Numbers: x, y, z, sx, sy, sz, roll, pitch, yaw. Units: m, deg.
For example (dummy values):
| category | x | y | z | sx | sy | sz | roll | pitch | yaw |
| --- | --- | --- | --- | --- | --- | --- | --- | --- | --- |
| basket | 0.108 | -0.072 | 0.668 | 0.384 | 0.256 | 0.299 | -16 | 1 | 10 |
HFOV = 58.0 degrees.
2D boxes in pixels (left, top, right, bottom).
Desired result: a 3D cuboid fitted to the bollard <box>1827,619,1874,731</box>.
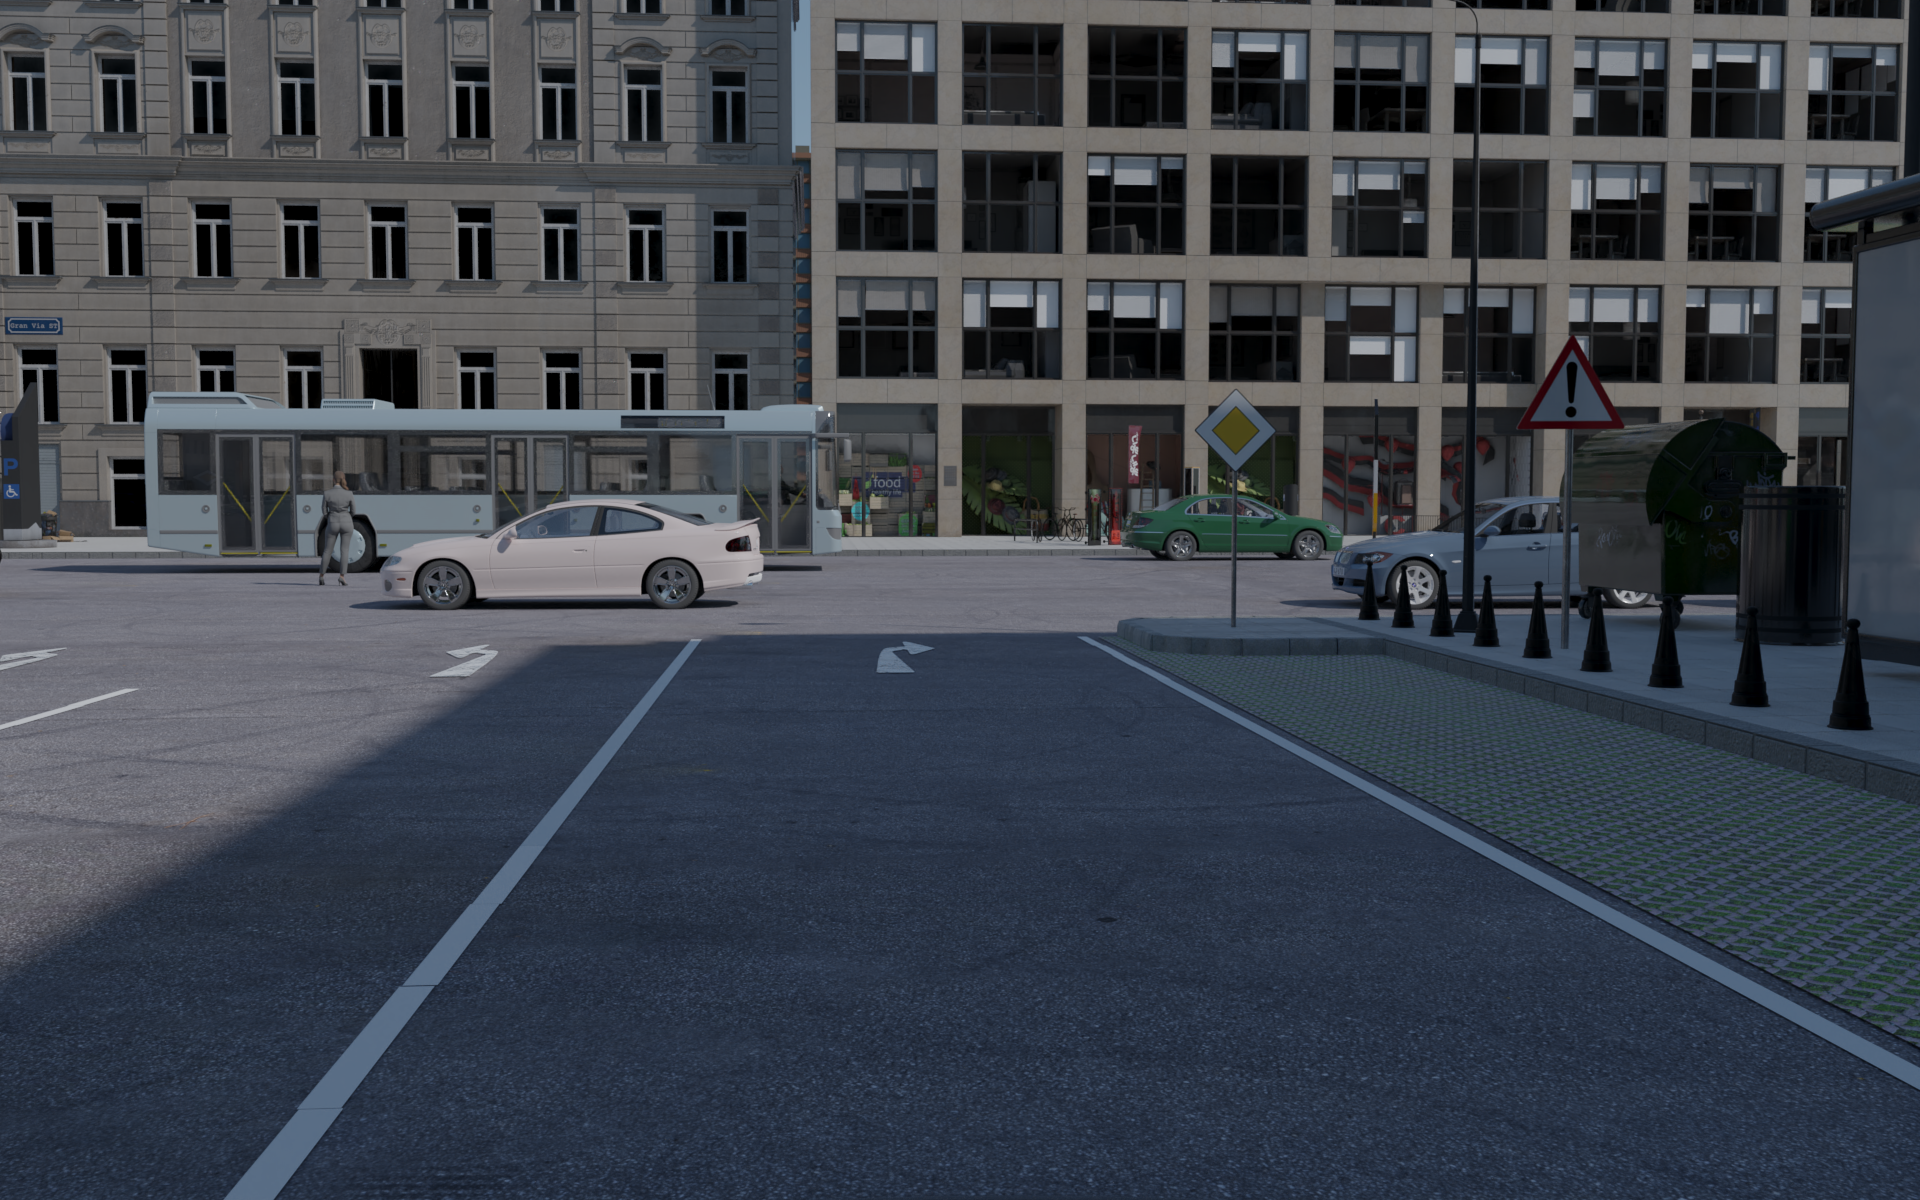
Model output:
| category | x | y | z | sx | sy | sz | roll | pitch | yaw |
| --- | --- | --- | --- | --- | --- | --- | --- | --- | --- |
| bollard | 4.881 | 0.401 | 9.479 | 0.229 | 0.601 | 0.229 | 0 | 3 | 0 |

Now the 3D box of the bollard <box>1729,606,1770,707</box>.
| category | x | y | z | sx | sy | sz | roll | pitch | yaw |
| --- | --- | --- | --- | --- | --- | --- | --- | --- | --- |
| bollard | 4.797 | 0.339 | 10.502 | 0.229 | 0.601 | 0.229 | 0 | 3 | 0 |

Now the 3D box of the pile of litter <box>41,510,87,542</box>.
| category | x | y | z | sx | sy | sz | roll | pitch | yaw |
| --- | --- | --- | --- | --- | --- | --- | --- | --- | --- |
| pile of litter | -24.183 | -1.970 | 46.180 | 1.719 | 0.858 | 1.176 | -2 | 4 | -28 |

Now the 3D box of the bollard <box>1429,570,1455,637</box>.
| category | x | y | z | sx | sy | sz | roll | pitch | yaw |
| --- | --- | --- | --- | --- | --- | --- | --- | --- | --- |
| bollard | 4.353 | 0.026 | 15.622 | 0.229 | 0.601 | 0.229 | 0 | 3 | 0 |

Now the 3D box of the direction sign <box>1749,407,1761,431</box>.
| category | x | y | z | sx | sy | sz | roll | pitch | yaw |
| --- | --- | --- | --- | --- | --- | --- | --- | --- | --- |
| direction sign | 20.910 | -3.281 | 45.649 | 0.379 | 3.537 | 0.876 | 1 | 4 | 9 |

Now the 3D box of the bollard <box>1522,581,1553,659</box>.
| category | x | y | z | sx | sy | sz | roll | pitch | yaw |
| --- | --- | --- | --- | --- | --- | --- | --- | --- | --- |
| bollard | 4.531 | 0.151 | 13.577 | 0.229 | 0.601 | 0.229 | 0 | 3 | 0 |

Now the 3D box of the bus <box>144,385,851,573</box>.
| category | x | y | z | sx | sy | sz | roll | pitch | yaw |
| --- | --- | --- | --- | --- | --- | --- | --- | --- | --- |
| bus | -8.007 | -2.309 | 32.616 | 13.247 | 3.499 | 2.948 | 0 | 4 | -5 |

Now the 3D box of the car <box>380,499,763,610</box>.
| category | x | y | z | sx | sy | sz | roll | pitch | yaw |
| --- | --- | --- | --- | --- | --- | --- | --- | --- | --- |
| car | -4.956 | -0.606 | 22.273 | 4.827 | 1.381 | 2.083 | 0 | 4 | -3 |

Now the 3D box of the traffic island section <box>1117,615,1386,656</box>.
| category | x | y | z | sx | sy | sz | roll | pitch | yaw |
| --- | --- | --- | --- | --- | --- | --- | --- | --- | --- |
| traffic island section | 2.653 | 0.342 | 16.696 | 2.009 | 0.180 | 2.903 | 0 | 4 | -5 |

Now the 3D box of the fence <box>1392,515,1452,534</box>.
| category | x | y | z | sx | sy | sz | roll | pitch | yaw |
| --- | --- | --- | --- | --- | --- | --- | --- | --- | --- |
| fence | 13.023 | -2.029 | 48.554 | 2.069 | 0.683 | 0.278 | 3 | 5 | 40 |

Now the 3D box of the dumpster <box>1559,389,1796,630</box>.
| category | x | y | z | sx | sy | sz | roll | pitch | yaw |
| --- | --- | --- | --- | --- | --- | --- | --- | --- | --- |
| dumpster | 7.010 | -0.888 | 17.011 | 1.502 | 2.255 | 1.985 | 0 | 4 | -5 |

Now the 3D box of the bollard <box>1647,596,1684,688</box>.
| category | x | y | z | sx | sy | sz | roll | pitch | yaw |
| --- | --- | --- | --- | --- | --- | --- | --- | --- | --- |
| bollard | 4.704 | 0.276 | 11.527 | 0.229 | 0.601 | 0.229 | 0 | 3 | 0 |

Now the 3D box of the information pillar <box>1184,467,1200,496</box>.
| category | x | y | z | sx | sy | sz | roll | pitch | yaw |
| --- | --- | --- | --- | --- | --- | --- | --- | --- | --- |
| information pillar | 6.290 | -2.602 | 47.028 | 0.304 | 2.012 | 0.304 | -3 | 5 | -40 |

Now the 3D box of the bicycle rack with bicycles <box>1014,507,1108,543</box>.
| category | x | y | z | sx | sy | sz | roll | pitch | yaw |
| --- | --- | --- | --- | --- | --- | --- | --- | --- | --- |
| bicycle rack with bicycles | 2.677 | -2.046 | 46.827 | 2.852 | 0.926 | 2.925 | -1 | 4 | -17 |

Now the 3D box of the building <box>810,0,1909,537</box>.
| category | x | y | z | sx | sy | sz | roll | pitch | yaw |
| --- | --- | --- | --- | --- | --- | --- | --- | --- | --- |
| building | 11.789 | -15.702 | 61.238 | 34.151 | 26.468 | 19.350 | 0 | 4 | -5 |

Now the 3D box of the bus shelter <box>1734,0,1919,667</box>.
| category | x | y | z | sx | sy | sz | roll | pitch | yaw |
| --- | --- | --- | --- | --- | --- | --- | --- | --- | --- |
| bus shelter | 7.270 | -2.036 | 10.914 | 2.179 | 5.291 | 8.768 | 0 | 4 | -5 |

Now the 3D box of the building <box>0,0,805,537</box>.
| category | x | y | z | sx | sy | sz | roll | pitch | yaw |
| --- | --- | --- | --- | --- | --- | --- | --- | --- | --- |
| building | -17.578 | -15.880 | 56.899 | 25.104 | 27.353 | 12.463 | 0 | 4 | -5 |

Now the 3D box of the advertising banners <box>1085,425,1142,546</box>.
| category | x | y | z | sx | sy | sz | roll | pitch | yaw |
| --- | --- | --- | --- | --- | --- | --- | --- | --- | --- |
| advertising banners | 3.869 | -2.887 | 43.390 | 2.074 | 3.025 | 0.090 | -3 | 5 | -42 |

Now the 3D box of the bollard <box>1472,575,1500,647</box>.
| category | x | y | z | sx | sy | sz | roll | pitch | yaw |
| --- | --- | --- | --- | --- | --- | --- | --- | --- | --- |
| bollard | 4.443 | 0.088 | 14.599 | 0.229 | 0.601 | 0.229 | 0 | 3 | 0 |

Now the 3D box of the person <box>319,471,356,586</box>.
| category | x | y | z | sx | sy | sz | roll | pitch | yaw |
| --- | --- | --- | --- | --- | --- | --- | --- | --- | --- |
| person | -9.746 | -1.120 | 27.086 | 0.520 | 1.790 | 0.573 | -2 | 4 | -34 |

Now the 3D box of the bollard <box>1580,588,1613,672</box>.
| category | x | y | z | sx | sy | sz | roll | pitch | yaw |
| --- | --- | --- | --- | --- | --- | --- | --- | --- | --- |
| bollard | 4.618 | 0.214 | 12.550 | 0.229 | 0.601 | 0.229 | 0 | 3 | 0 |

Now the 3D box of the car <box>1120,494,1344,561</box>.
| category | x | y | z | sx | sy | sz | roll | pitch | yaw |
| --- | --- | --- | --- | --- | --- | --- | --- | --- | --- |
| car | 5.974 | -1.599 | 37.943 | 4.920 | 1.459 | 2.131 | 0 | 4 | -7 |

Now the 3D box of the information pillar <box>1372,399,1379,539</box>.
| category | x | y | z | sx | sy | sz | roll | pitch | yaw |
| --- | --- | --- | --- | --- | --- | --- | --- | --- | --- |
| information pillar | 10.170 | -3.122 | 42.396 | 0.183 | 3.616 | 0.504 | 1 | 4 | 11 |

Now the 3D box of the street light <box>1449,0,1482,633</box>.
| category | x | y | z | sx | sy | sz | roll | pitch | yaw |
| --- | --- | --- | --- | --- | --- | --- | --- | --- | --- |
| street light | 4.187 | -2.652 | 15.907 | 1.470 | 5.913 | 1.316 | 0 | 4 | -5 |

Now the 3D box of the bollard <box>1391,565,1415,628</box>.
| category | x | y | z | sx | sy | sz | roll | pitch | yaw |
| --- | --- | --- | --- | --- | --- | --- | --- | --- | --- |
| bollard | 4.267 | -0.038 | 16.657 | 0.229 | 0.601 | 0.229 | 0 | 3 | 0 |

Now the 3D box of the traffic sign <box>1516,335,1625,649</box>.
| category | x | y | z | sx | sy | sz | roll | pitch | yaw |
| --- | --- | --- | --- | --- | --- | --- | --- | --- | --- |
| traffic sign | 5.015 | -0.874 | 14.288 | 0.884 | 2.594 | 0.081 | 0 | 3 | 0 |

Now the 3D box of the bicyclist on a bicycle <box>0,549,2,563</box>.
| category | x | y | z | sx | sy | sz | roll | pitch | yaw |
| --- | --- | --- | --- | --- | --- | --- | --- | --- | --- |
| bicyclist on a bicycle | -18.378 | -1.326 | 31.709 | 1.625 | 1.676 | 1.499 | 0 | 4 | -3 |

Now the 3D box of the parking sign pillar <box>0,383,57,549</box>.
| category | x | y | z | sx | sy | sz | roll | pitch | yaw |
| --- | --- | --- | --- | --- | --- | --- | --- | --- | --- |
| parking sign pillar | -22.391 | -3.230 | 41.280 | 1.447 | 3.967 | 1.447 | -1 | 4 | -10 |

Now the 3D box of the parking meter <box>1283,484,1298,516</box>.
| category | x | y | z | sx | sy | sz | roll | pitch | yaw |
| --- | --- | --- | --- | --- | --- | --- | --- | --- | --- |
| parking meter | 8.514 | -2.215 | 44.620 | 0.372 | 1.533 | 0.369 | 0 | 3 | 0 |

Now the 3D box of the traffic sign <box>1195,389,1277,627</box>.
| category | x | y | z | sx | sy | sz | roll | pitch | yaw |
| --- | --- | --- | --- | --- | --- | --- | --- | --- | --- |
| traffic sign | 2.631 | -0.794 | 16.617 | 0.795 | 2.450 | 0.064 | 0 | 4 | -5 |

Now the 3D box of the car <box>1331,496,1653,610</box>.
| category | x | y | z | sx | sy | sz | roll | pitch | yaw |
| --- | --- | --- | --- | --- | --- | --- | --- | --- | --- |
| car | 7.057 | -0.631 | 22.312 | 4.499 | 1.417 | 2.014 | 0 | 4 | -4 |

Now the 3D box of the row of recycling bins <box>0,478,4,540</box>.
| category | x | y | z | sx | sy | sz | roll | pitch | yaw |
| --- | --- | --- | --- | --- | --- | --- | --- | --- | --- |
| row of recycling bins | -24.652 | -2.148 | 42.231 | 1.069 | 1.692 | 3.534 | 1 | 4 | 18 |

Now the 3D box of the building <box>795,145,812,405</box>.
| category | x | y | z | sx | sy | sz | roll | pitch | yaw |
| --- | --- | --- | --- | --- | --- | --- | --- | --- | --- |
| building | -22.981 | -34.590 | 220.168 | 28.867 | 44.769 | 22.147 | 0 | 4 | -5 |

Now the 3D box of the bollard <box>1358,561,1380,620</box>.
| category | x | y | z | sx | sy | sz | roll | pitch | yaw |
| --- | --- | --- | --- | --- | --- | --- | --- | --- | --- |
| bollard | 4.180 | -0.100 | 17.680 | 0.229 | 0.601 | 0.229 | 0 | 3 | 0 |
